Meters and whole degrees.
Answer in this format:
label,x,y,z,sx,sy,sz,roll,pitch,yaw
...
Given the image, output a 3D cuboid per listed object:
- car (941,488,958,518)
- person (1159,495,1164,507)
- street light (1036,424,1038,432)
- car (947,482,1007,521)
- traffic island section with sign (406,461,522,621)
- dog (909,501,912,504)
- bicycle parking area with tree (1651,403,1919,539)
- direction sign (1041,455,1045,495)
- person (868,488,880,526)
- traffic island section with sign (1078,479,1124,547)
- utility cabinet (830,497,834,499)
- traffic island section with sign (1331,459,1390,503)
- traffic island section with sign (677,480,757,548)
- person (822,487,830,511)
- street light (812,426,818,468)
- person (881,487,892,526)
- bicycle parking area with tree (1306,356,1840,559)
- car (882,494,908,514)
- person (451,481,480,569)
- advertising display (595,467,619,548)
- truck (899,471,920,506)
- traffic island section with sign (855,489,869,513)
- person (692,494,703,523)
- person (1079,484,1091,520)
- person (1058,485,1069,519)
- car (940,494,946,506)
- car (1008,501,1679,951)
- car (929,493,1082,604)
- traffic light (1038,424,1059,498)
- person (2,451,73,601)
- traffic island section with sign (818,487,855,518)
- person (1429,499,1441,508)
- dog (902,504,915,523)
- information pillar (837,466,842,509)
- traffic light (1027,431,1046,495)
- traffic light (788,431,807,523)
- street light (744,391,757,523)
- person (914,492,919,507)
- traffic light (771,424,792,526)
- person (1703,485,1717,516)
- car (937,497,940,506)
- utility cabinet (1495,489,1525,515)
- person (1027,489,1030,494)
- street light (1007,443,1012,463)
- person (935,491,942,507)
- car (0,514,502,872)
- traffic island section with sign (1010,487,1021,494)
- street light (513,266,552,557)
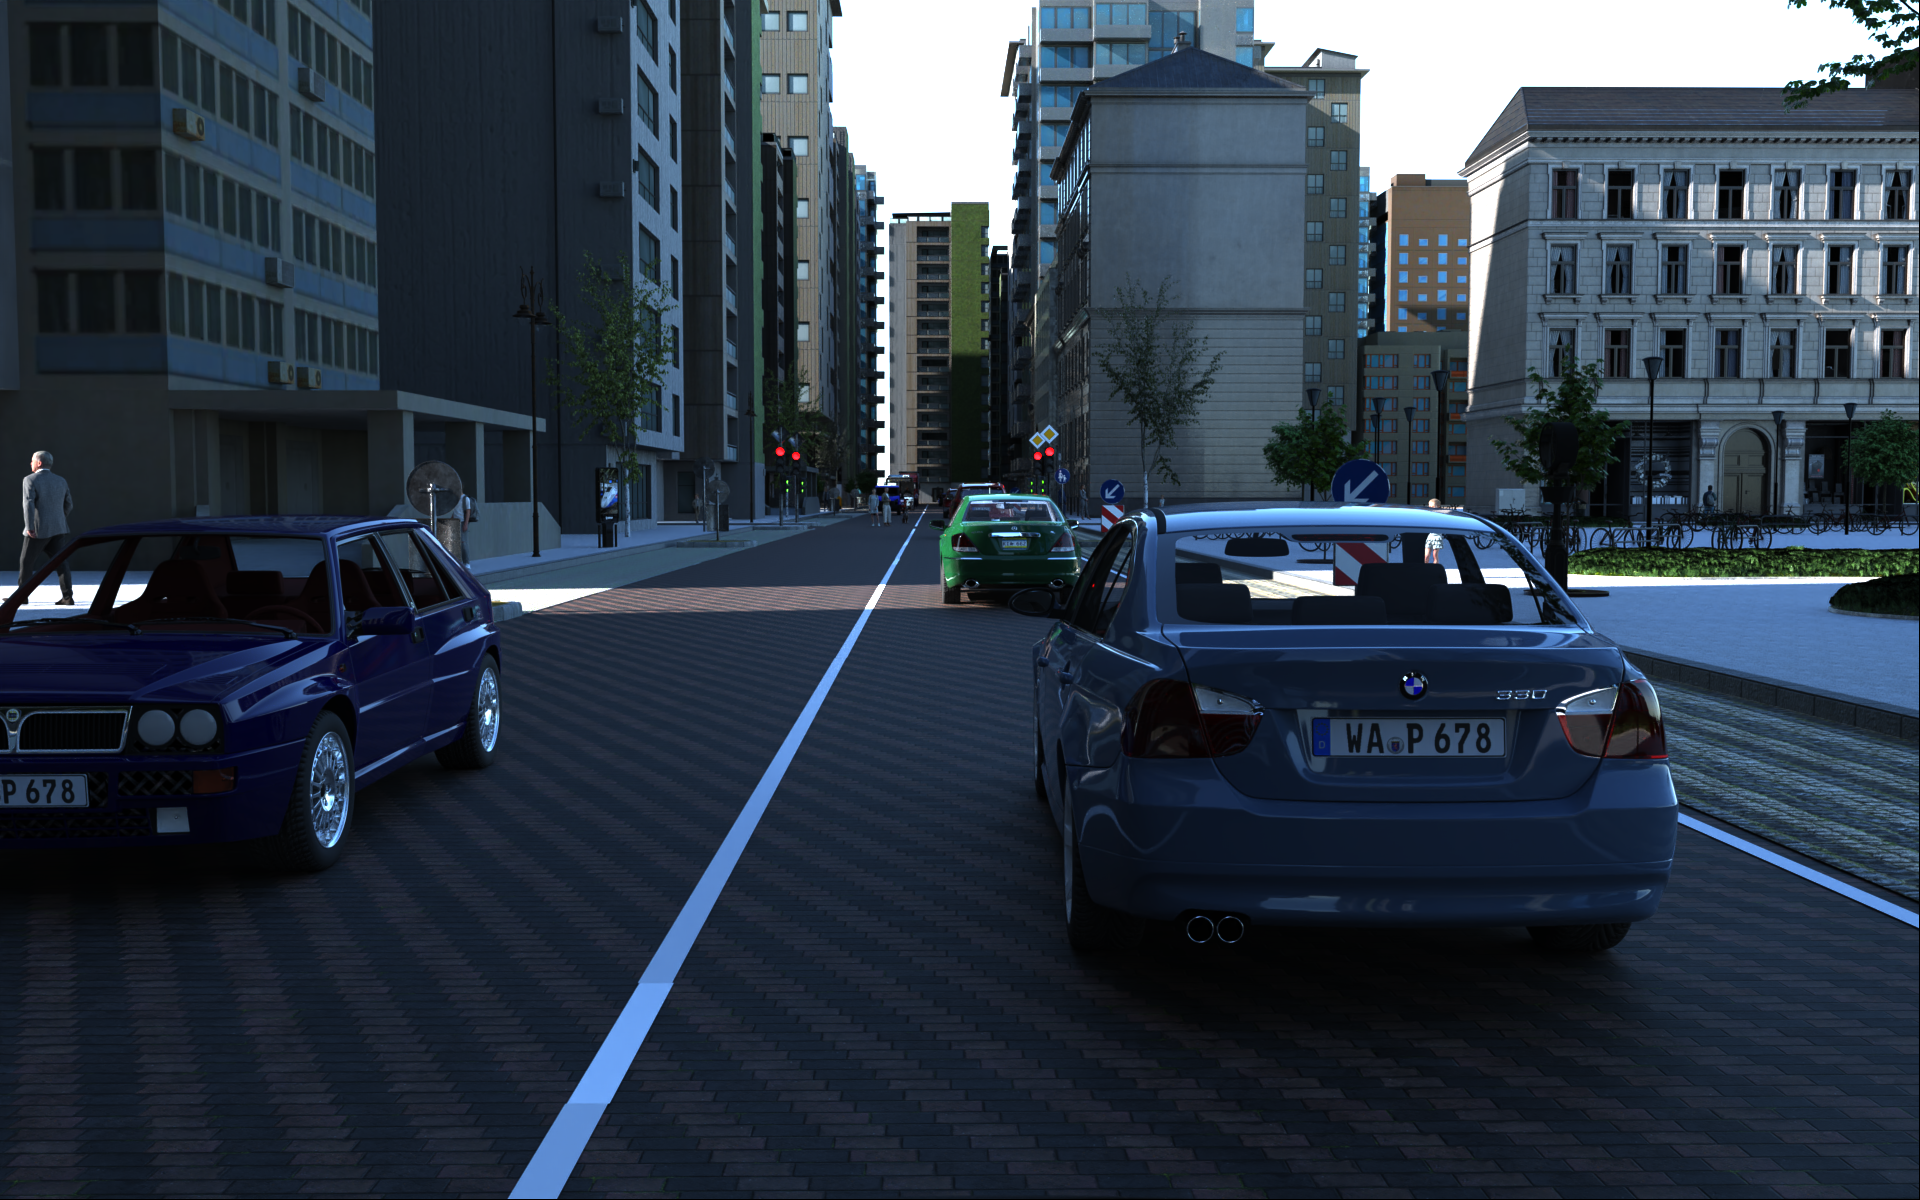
label,x,y,z,sx,sy,sz,roll,pitch,yaw
car,-0.010,-5.857,104.437,2.281,1.827,5.304,0,4,-1
person,10.609,-4.900,90.841,0.332,1.250,0.352,-1,4,-10
street light,4.989,-8.550,112.585,0.468,5.910,1.993,0,4,-1
car,0.692,-2.906,56.179,2.281,1.827,5.304,0,4,1
traffic island section with sign,-6.152,-0.691,19.923,1.989,1.847,2.006,0,4,-1
dog,-4.180,-8.173,150.461,0.513,0.831,0.800,0,4,-7
bicycle parking area with tree,28.222,-4.287,57.088,9.016,4.147,8.231,1,4,15
direction sign,4.860,-6.706,101.639,0.379,3.537,0.876,1,4,13
person,-3.850,-4.160,77.512,0.512,1.701,0.522,0,4,-6
traffic island section with sign,3.960,-2.358,47.178,1.989,1.847,2.006,0,4,-1
utility cabinet,-10.021,-7.804,136.272,0.318,1.500,1.173,-1,4,-12
traffic island section with sign,4.375,-0.708,20.208,1.989,1.847,2.006,0,4,-1
traffic island section with sign,-6.558,-2.345,46.961,1.989,1.847,2.006,0,4,-1
person,-9.785,-7.433,127.759,0.709,1.800,0.728,1,4,14
street light,-9.886,-8.867,117.768,0.468,5.910,1.993,0,4,-1
person,-3.310,-4.245,78.447,0.362,1.759,0.519,3,4,37
bicycle parking area with tree,12.657,-3.131,38.201,9.016,4.147,8.231,-2,4,-27
car,-4.891,-7.312,128.598,2.155,1.783,4.494,0,4,-1
person,-8.527,-1.289,29.721,0.503,1.515,0.523,1,4,9
advertising display,-8.457,-2.222,41.545,0.123,1.923,0.974,1,4,16
truck,-6.357,-13.907,216.294,2.839,4.237,11.283,0,4,-1
traffic island section with sign,-7.793,-7.402,129.648,1.989,1.847,2.006,0,4,-1
person,-11.652,-4.073,76.902,0.475,1.303,0.640,-2,4,-26
person,6.280,-4.917,86.708,0.573,1.790,0.520,1,4,13
person,5.368,-5.161,90.604,0.419,1.800,0.721,-2,4,-25
car,-1.529,-11.822,203.074,2.009,1.686,4.222,0,3,0
car,1.206,0.323,6.728,2.014,1.417,4.499,0,4,0
car,0.641,-0.750,24.063,2.131,1.459,4.920,0,4,-1
traffic light,3.576,-4.950,69.856,0.839,4.253,0.868,0,4,-1
person,-10.620,-0.828,19.974,0.834,1.777,0.661,1,4,13
traffic island section with sign,-7.392,-5.753,102.696,1.989,1.847,2.006,0,4,-1
person,7.272,-0.935,26.348,0.505,1.210,0.382,2,4,34
dog,-2.612,-4.196,85.436,0.513,0.831,0.800,1,4,22
information pillar,-10.153,-9.439,145.689,0.504,3.616,0.183,-3,5,-40
traffic light,3.457,-5.439,77.840,0.839,4.253,0.868,0,4,-1
traffic light,-7.303,-5.428,77.664,0.839,4.253,0.868,0,4,-1
street light,-9.391,-6.427,77.877,0.468,5.910,1.993,0,4,-1
person,-4.737,-10.734,184.938,0.436,1.711,0.756,-2,4,-27
traffic light,-7.184,-4.939,69.680,0.839,4.253,0.868,0,4,-1
person,32.969,-4.147,76.290,0.713,1.824,0.794,-2,4,-25
car,-1.818,-12.459,213.298,1.945,1.707,3.694,0,4,-2
utility cabinet,22.571,-3.814,71.034,1.173,1.500,0.318,-1,4,-12
person,5.176,-7.545,129.946,0.362,1.759,0.519,0,4,1
street light,4.319,-11.001,152.657,0.468,5.910,1.993,0,4,-1
person,-2.226,-11.522,197.406,1.217,1.766,0.721,2,4,24
car,-3.284,0.294,7.775,1.945,1.354,3.894,0,4,-2
traffic island section with sign,3.143,-5.747,102.588,1.989,1.847,2.006,0,4,-1
street light,-8.667,-3.820,35.250,0.468,5.910,1.993,0,4,-1
